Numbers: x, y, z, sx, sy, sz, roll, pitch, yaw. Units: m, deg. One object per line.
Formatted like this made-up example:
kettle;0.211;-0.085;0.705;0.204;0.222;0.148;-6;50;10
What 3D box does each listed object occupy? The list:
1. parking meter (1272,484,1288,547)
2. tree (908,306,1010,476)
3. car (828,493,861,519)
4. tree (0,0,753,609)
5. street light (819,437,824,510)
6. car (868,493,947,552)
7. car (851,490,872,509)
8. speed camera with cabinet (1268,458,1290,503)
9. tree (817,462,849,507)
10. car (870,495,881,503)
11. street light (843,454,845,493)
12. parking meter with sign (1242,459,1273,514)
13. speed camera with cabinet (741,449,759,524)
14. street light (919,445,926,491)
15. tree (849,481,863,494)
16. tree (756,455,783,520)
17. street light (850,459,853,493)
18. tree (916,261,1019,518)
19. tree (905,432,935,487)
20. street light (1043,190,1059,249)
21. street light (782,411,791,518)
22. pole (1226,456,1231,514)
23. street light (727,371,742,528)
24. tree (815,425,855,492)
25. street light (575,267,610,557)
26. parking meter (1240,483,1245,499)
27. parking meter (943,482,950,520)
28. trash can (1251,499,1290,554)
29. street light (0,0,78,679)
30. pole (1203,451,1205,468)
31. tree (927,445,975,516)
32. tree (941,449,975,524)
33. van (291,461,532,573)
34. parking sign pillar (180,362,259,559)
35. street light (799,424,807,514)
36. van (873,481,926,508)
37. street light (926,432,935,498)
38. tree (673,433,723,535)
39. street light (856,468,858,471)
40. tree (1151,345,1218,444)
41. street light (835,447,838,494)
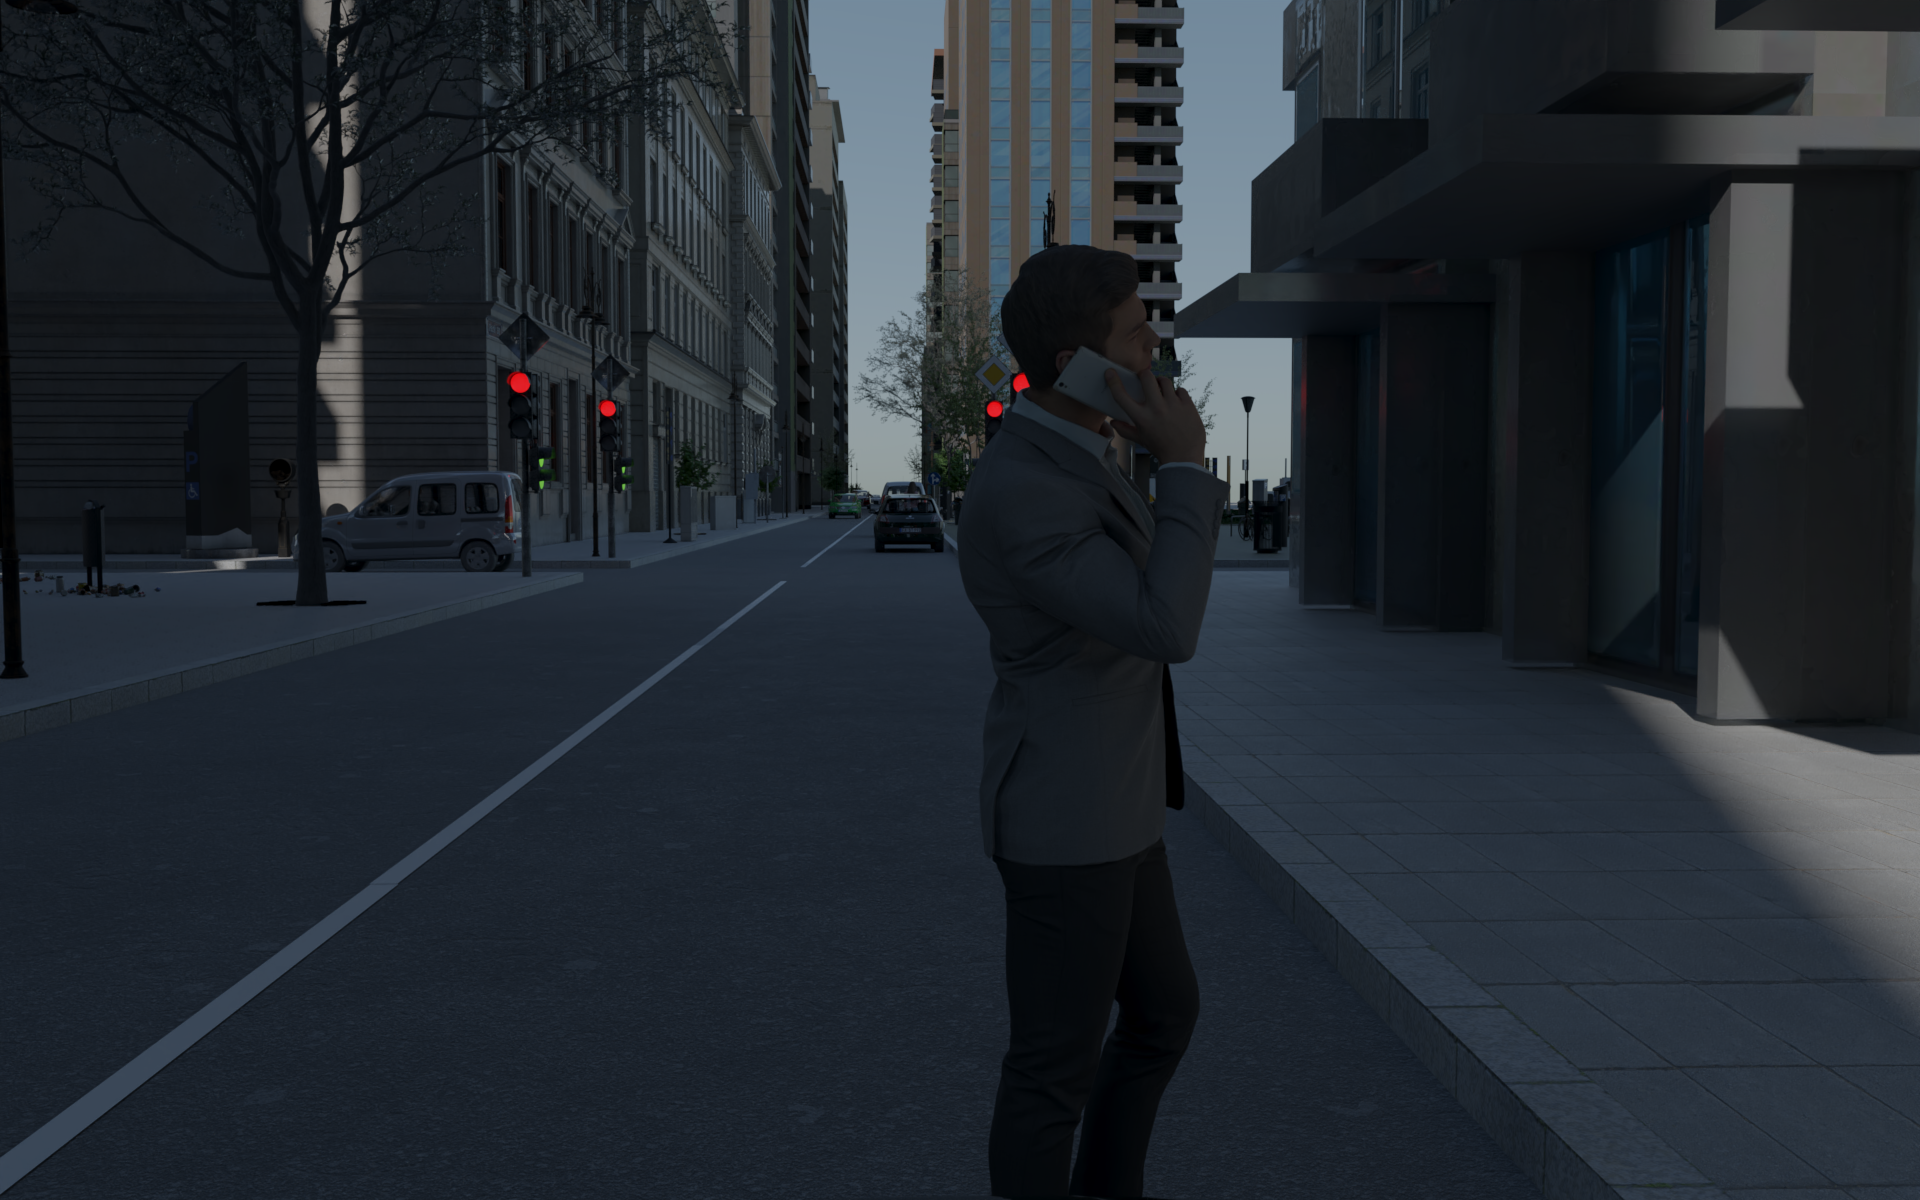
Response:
parking meter;7.764;-2.057;42.036;0.372;1.533;0.369;0;3;0
tree;0.332;-7.126;66.870;4.737;8.622;4.395;0;3;0
car;-6.713;-5.647;101.117;1.959;1.807;4.718;0;4;-1
tree;-7.555;-6.690;19.748;12.009;13.543;11.850;0;3;0
street light;-11.247;-10.283;140.906;0.468;5.910;1.993;0;4;-2
car;-1.316;-2.088;43.924;2.009;1.686;4.222;0;4;-3
car;-9.528;-9.549;164.796;2.281;1.827;5.304;0;4;-2
speed camera with cabinet;17.323;-6.163;95.097;2.038;3.252;0.660;-1;4;-14
tree;-13.138;-11.935;178.844;4.285;4.588;4.351;0;3;0
car;-11.999;-14.232;245.052;2.083;1.381;4.827;0;4;-1
street light;-13.072;-13.578;194.788;0.468;5.910;1.993;0;4;-2
parking meter with sign;14.971;-5.516;86.448;1.738;3.016;0.543;3;4;39
speed camera with cabinet;-9.225;-4.987;75.873;0.660;3.252;2.038;-1;4;-12
street light;-3.201;-11.236;156.499;0.468;5.910;1.993;0;4;-2
tree;-15.463;-16.161;258.840;1.663;3.219;1.824;0;3;0
tree;-9.555;-5.535;85.104;1.663;3.219;1.824;0;3;0
street light;-14.057;-15.377;224.196;0.468;5.910;1.993;0;4;-2
tree;-0.515;-11.107;91.966;12.009;13.543;11.850;0;3;0
tree;-4.188;-15.170;198.387;4.360;8.622;3.978;0;3;0
street light;1.364;-3.298;26.717;0.468;5.910;1.993;0;4;-2
street light;-9.481;-7.454;94.667;0.468;5.910;1.993;0;4;-2
pole;14.230;-5.990;91.776;0.158;3.312;0.155;0;3;0
street light;-8.464;-5.652;65.200;0.468;5.910;1.993;0;4;-2
tree;-13.522;-14.297;184.126;4.360;8.622;3.978;0;3;0
street light;-7.474;-3.828;35.377;0.468;5.910;1.993;0;4;-2
parking meter;15.178;-5.338;92.995;0.255;1.863;0.399;2;4;25
parking meter;-0.670;-4.858;85.137;0.255;1.863;0.399;2;4;27
trash can;6.658;-1.579;37.472;0.748;1.137;0.748;0;3;0
street light;-6.610;-2.394;11.923;0.468;5.910;1.993;0;4;-2
pole;9.371;-4.469;66.917;0.158;3.312;0.155;0;3;0
tree;-0.402;-7.310;103.224;4.285;4.588;4.351;0;3;0
tree;-0.153;-4.847;73.852;1.663;3.219;1.824;0;3;0
van;-9.895;-1.484;31.280;4.112;2.044;2.013;0;4;-2
parking sign pillar;-14.923;-2.833;34.797;1.447;3.967;1.447;1;4;23
street light;-10.083;-8.484;111.504;0.468;5.910;1.993;0;4;-2
van;-1.916;-3.142;58.380;2.013;2.044;4.112;0;4;-3
street light;-2.045;-9.402;126.505;0.468;5.910;1.993;0;4;-2
tree;-8.553;-3.663;54.498;1.663;3.219;1.824;0;3;0
street light;-15.098;-17.175;253.603;0.468;5.910;1.993;0;4;-2
tree;10.637;-8.342;86.757;4.737;8.622;4.395;0;3;0
street light;-12.175;-12.102;170.649;0.468;5.910;1.993;0;4;-2
